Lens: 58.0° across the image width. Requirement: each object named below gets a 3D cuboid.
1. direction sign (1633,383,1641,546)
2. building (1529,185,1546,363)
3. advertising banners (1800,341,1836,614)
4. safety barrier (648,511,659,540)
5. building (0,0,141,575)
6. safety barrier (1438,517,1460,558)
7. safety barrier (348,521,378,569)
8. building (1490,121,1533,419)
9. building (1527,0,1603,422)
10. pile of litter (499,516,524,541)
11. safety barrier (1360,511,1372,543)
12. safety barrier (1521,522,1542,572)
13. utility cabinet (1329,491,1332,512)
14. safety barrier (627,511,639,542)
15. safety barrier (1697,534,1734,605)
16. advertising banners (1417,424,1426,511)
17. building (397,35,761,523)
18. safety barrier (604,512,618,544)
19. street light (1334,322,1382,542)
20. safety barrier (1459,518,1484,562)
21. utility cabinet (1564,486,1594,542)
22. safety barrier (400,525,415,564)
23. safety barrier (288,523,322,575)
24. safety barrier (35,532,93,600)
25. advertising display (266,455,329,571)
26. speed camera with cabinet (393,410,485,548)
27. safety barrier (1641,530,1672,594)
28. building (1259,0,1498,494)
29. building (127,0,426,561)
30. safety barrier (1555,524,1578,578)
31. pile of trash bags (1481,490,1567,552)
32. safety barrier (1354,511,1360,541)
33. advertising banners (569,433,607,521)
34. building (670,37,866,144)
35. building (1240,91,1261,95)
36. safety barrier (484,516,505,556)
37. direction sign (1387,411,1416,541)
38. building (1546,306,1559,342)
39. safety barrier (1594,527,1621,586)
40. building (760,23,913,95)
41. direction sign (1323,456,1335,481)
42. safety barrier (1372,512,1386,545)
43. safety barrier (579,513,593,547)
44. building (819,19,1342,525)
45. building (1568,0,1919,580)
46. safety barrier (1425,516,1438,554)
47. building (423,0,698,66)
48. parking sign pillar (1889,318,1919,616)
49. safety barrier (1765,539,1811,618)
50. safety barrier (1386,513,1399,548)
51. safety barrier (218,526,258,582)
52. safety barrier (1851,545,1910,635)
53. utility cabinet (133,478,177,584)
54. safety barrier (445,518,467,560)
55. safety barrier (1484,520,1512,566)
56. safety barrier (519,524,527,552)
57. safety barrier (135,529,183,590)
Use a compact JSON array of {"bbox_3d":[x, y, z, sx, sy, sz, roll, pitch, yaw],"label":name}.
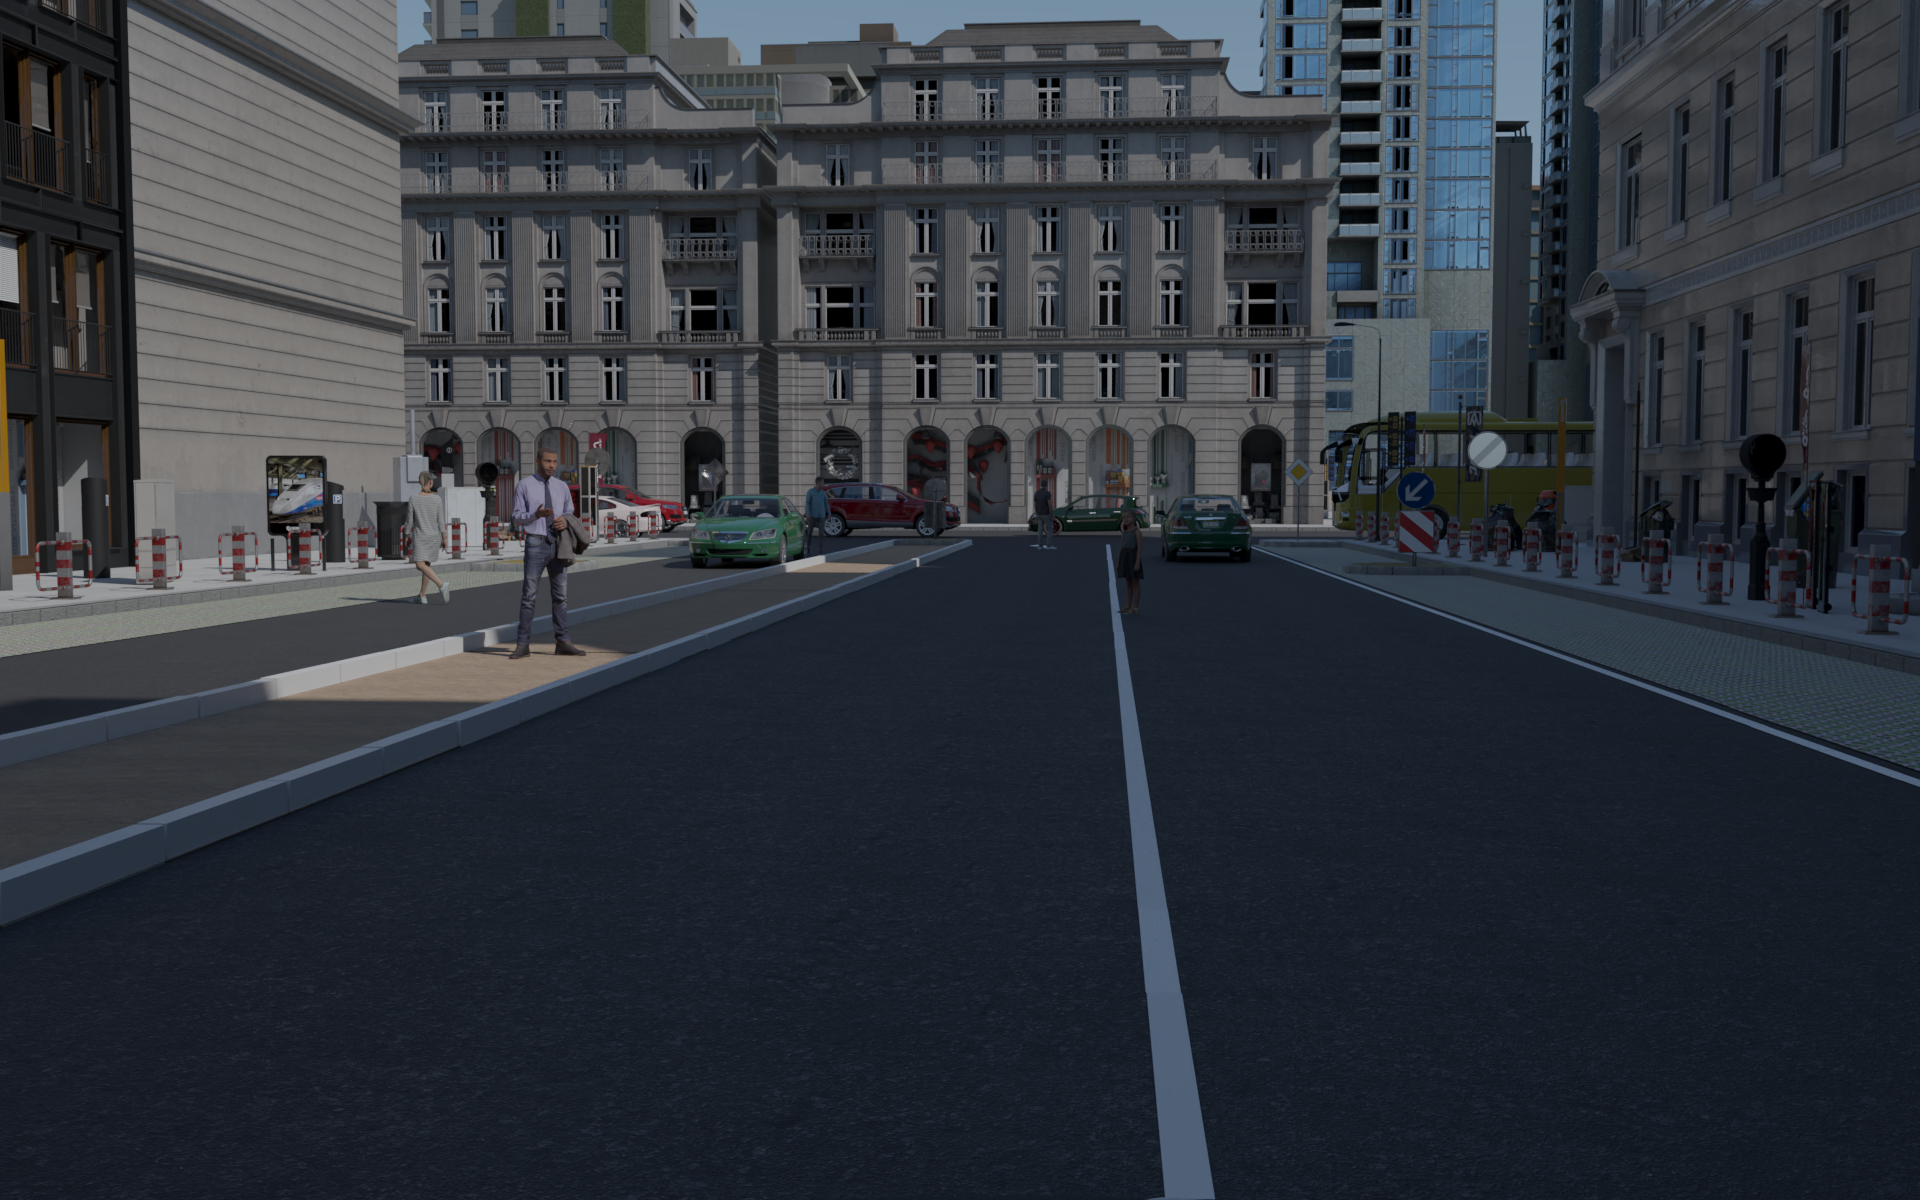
[{"bbox_3d":[13.929,-2.669,35.634,0.379,3.537,0.876,1,4,21],"label":"direction sign"},{"bbox_3d":[64.844,-35.687,238.109,28.867,44.769,22.147,0,4,5],"label":"building"},{"bbox_3d":[9.549,-1.416,19.335,0.090,3.025,2.074,1,4,18],"label":"advertising banners"},{"bbox_3d":[-8.638,-2.112,48.803,0.300,0.817,1.120,0,4,5],"label":"safety barrier"},{"bbox_3d":[-21.232,-11.799,22.590,12.332,23.373,15.834,0,4,5],"label":"building"},{"bbox_3d":[9.976,-1.268,35.009,0.300,0.817,1.120,0,4,5],"label":"safety barrier"},{"bbox_3d":[-10.207,-0.938,29.610,0.300,0.817,1.120,0,4,5],"label":"safety barrier"},{"bbox_3d":[54.524,-31.114,192.301,14.086,41.232,14.154,0,4,5],"label":"building"},{"bbox_3d":[77.183,-53.353,184.992,31.000,86.520,22.319,0,4,5],"label":"building"},{"bbox_3d":[-12.428,-2.072,47.838,1.176,0.858,1.719,3,5,41],"label":"pile of litter"},{"bbox_3d":[10.848,-1.920,45.663,0.300,0.817,1.120,0,4,5],"label":"safety barrier"},{"bbox_3d":[9.458,-0.878,28.628,0.300,0.817,1.120,0,4,5],"label":"safety barrier"},{"bbox_3d":[26.723,-7.145,125.497,0.318,1.500,1.173,0,4,3],"label":"utility cabinet"},{"bbox_3d":[-8.814,-1.981,46.672,0.300,0.817,1.120,0,4,5],"label":"safety barrier"},{"bbox_3d":[8.761,-0.356,20.094,0.300,0.817,1.120,0,4,5],"label":"safety barrier"},{"bbox_3d":[11.719,-2.924,43.998,0.090,3.025,2.074,1,4,12],"label":"advertising banners"},{"bbox_3d":[-19.735,-14.638,81.124,24.055,21.916,13.314,0,4,5],"label":"building"},{"bbox_3d":[-8.983,-1.851,44.545,0.300,0.817,1.120,0,4,5],"label":"safety barrier"},{"bbox_3d":[10.779,-4.543,46.820,1.470,5.913,1.316,0,4,5],"label":"street light"},{"bbox_3d":[9.806,-1.138,32.881,0.300,0.817,1.120,0,4,5],"label":"safety barrier"},{"bbox_3d":[16.397,-2.258,45.605,1.173,1.500,0.318,1,4,17],"label":"utility cabinet"},{"bbox_3d":[-10.027,-1.070,31.763,0.300,0.817,1.120,0,4,5],"label":"safety barrier"},{"bbox_3d":[-10.386,-0.807,27.469,0.300,0.817,1.120,0,4,5],"label":"safety barrier"},{"bbox_3d":[-10.901,-0.416,21.084,0.300,0.817,1.120,0,4,5],"label":"safety barrier"},{"bbox_3d":[-11.033,-1.445,28.846,0.974,1.923,0.123,0,4,-1],"label":"advertising display"},{"bbox_3d":[-12.399,-2.869,41.241,2.038,3.252,0.660,-3,4,-37],"label":"speed camera with cabinet"},{"bbox_3d":[8.935,-0.487,22.231,0.300,0.817,1.120,0,4,5],"label":"safety barrier"},{"bbox_3d":[35.560,-51.486,154.463,22.319,86.520,31.000,0,4,5],"label":"building"},{"bbox_3d":[-25.721,-15.364,38.587,23.554,28.519,14.401,0,4,5],"label":"building"},{"bbox_3d":[9.283,-0.747,26.489,0.300,0.817,1.120,0,4,5],"label":"safety barrier"},{"bbox_3d":[13.129,-1.840,39.830,1.912,1.369,3.447,2,4,33],"label":"pile of trash bags"},{"bbox_3d":[11.021,-2.051,47.802,0.300,0.817,1.120,0,4,5],"label":"safety barrier"},{"bbox_3d":[-11.046,-3.241,49.177,2.074,3.025,0.090,-1,4,-16],"label":"advertising banners"},{"bbox_3d":[-20.315,-28.124,151.703,32.217,40.220,23.993,0,4,5],"label":"building"},{"bbox_3d":[33.405,-30.291,178.848,14.154,41.232,14.086,0,4,5],"label":"building"},{"bbox_3d":[-9.681,-1.330,36.026,0.300,0.817,1.120,0,4,5],"label":"safety barrier"},{"bbox_3d":[12.140,-3.405,47.671,0.379,3.537,0.876,-3,5,-42],"label":"direction sign"},{"bbox_3d":[86.272,-28.159,232.097,14.107,30.474,14.160,0,4,5],"label":"building"},{"bbox_3d":[9.107,-0.617,24.358,0.300,0.817,1.120,0,4,5],"label":"safety barrier"},{"bbox_3d":[-10.830,-31.791,169.899,14.600,45.320,14.200,0,4,5],"label":"building"},{"bbox_3d":[21.815,-6.793,103.061,0.876,3.537,0.379,1,4,13],"label":"direction sign"},{"bbox_3d":[10.674,-1.790,43.536,0.300,0.817,1.120,0,4,5],"label":"safety barrier"},{"bbox_3d":[-9.159,-1.721,42.418,0.300,0.817,1.120,0,4,5],"label":"safety barrier"},{"bbox_3d":[4.198,-14.486,78.652,24.055,21.916,13.314,0,4,5],"label":"building"},{"bbox_3d":[20.806,-15.022,31.517,13.634,28.700,20.117,0,4,5],"label":"building"},{"bbox_3d":[10.150,-1.398,37.135,0.300,0.817,1.120,0,4,5],"label":"safety barrier"},{"bbox_3d":[-44.331,-39.978,195.645,28.212,58.520,21.231,0,4,5],"label":"building"},{"bbox_3d":[10.676,-1.836,18.495,1.447,3.967,1.447,1,4,9],"label":"parking sign pillar"},{"bbox_3d":[8.583,-0.226,17.967,0.300,0.817,1.120,0,4,5],"label":"safety barrier"},{"bbox_3d":[10.501,-1.659,41.397,0.300,0.817,1.120,0,4,5],"label":"safety barrier"},{"bbox_3d":[-10.554,-0.677,25.339,0.300,0.817,1.120,0,4,5],"label":"safety barrier"},{"bbox_3d":[8.408,-0.096,15.841,0.300,0.817,1.120,0,4,5],"label":"safety barrier"},{"bbox_3d":[-11.584,-0.993,24.915,0.318,1.500,1.173,-1,4,-13],"label":"utility cabinet"},{"bbox_3d":[-9.858,-1.200,33.890,0.300,0.817,1.120,0,4,5],"label":"safety barrier"},{"bbox_3d":[9.630,-1.008,30.755,0.300,0.817,1.120,0,4,5],"label":"safety barrier"},{"bbox_3d":[-9.511,-1.461,38.158,0.300,0.817,1.120,0,4,5],"label":"safety barrier"},{"bbox_3d":[-10.731,-0.547,23.211,0.300,0.817,1.120,0,4,5],"label":"safety barrier"}]
